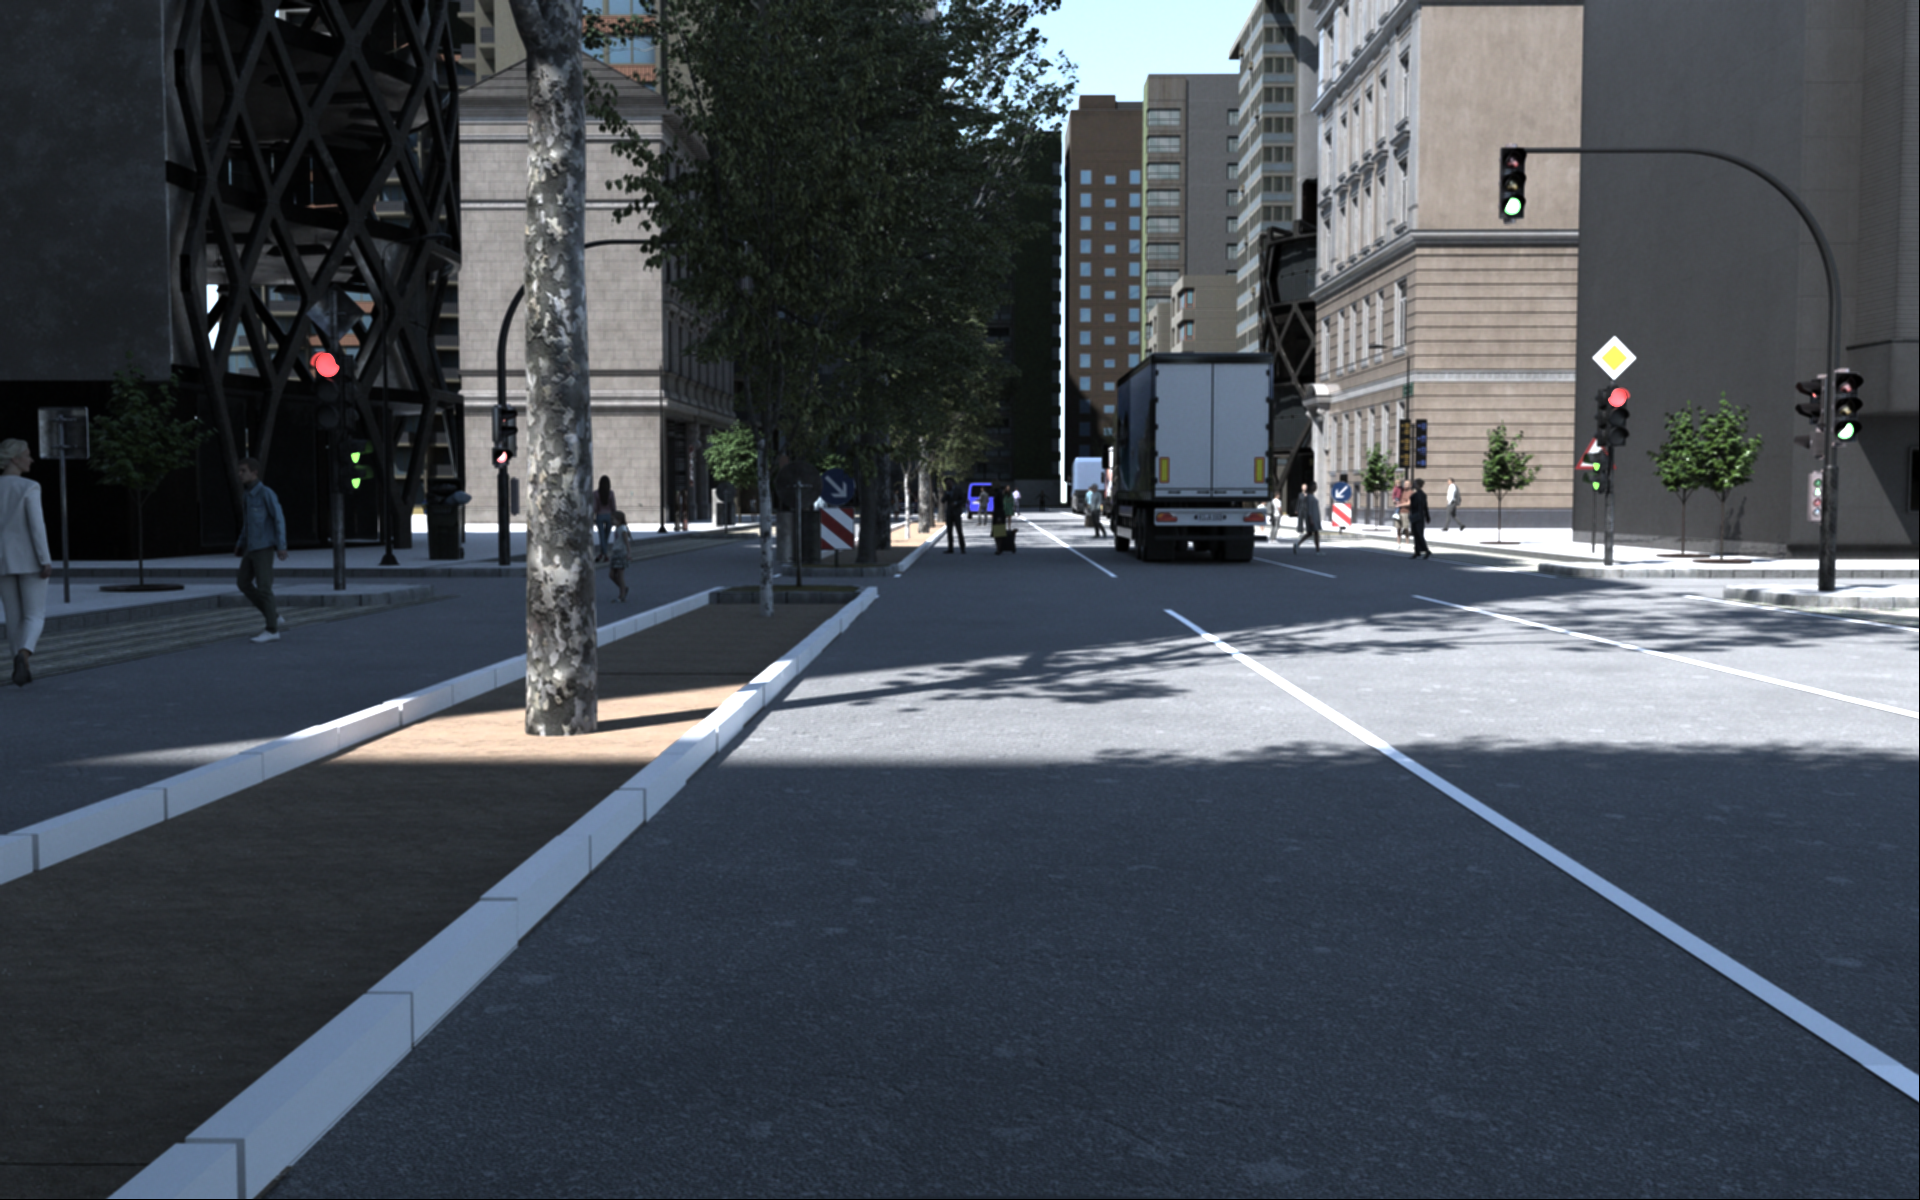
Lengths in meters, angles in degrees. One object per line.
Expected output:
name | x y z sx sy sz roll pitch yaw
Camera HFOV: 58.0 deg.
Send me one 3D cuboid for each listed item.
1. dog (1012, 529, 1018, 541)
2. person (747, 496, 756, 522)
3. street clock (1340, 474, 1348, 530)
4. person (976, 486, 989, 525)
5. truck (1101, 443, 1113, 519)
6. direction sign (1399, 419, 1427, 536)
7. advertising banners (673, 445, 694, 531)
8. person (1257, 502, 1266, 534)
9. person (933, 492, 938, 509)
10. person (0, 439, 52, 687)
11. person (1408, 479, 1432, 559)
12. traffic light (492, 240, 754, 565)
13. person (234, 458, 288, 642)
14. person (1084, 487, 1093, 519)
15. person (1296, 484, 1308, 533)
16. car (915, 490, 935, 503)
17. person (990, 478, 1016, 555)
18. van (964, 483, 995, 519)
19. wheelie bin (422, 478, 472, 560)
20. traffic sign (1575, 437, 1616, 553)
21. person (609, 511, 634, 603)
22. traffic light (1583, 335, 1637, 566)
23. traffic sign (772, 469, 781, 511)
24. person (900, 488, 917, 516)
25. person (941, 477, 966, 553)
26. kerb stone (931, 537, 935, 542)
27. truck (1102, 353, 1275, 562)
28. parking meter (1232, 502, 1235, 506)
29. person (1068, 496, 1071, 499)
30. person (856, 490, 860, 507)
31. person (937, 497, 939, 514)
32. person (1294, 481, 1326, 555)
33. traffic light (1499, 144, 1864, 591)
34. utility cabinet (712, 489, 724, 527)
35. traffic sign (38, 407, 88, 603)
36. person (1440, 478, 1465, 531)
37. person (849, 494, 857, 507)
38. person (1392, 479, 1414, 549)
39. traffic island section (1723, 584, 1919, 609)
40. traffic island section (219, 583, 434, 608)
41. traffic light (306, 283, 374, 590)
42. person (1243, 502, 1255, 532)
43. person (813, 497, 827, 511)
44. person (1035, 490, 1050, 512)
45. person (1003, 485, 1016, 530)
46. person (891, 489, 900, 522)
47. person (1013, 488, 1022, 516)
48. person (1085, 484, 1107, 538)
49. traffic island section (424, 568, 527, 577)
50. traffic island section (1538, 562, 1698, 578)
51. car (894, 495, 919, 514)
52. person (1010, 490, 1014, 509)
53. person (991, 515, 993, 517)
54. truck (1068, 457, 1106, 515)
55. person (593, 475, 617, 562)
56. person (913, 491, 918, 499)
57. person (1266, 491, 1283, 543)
dog | 1.278 -1.650 46.261 0.540 0.507 0.406 0 4 -1
person | -9.720 -4.271 80.893 0.505 1.210 0.382 1 4 16
street clock | 13.829 -3.541 62.461 0.358 2.002 0.471 0 4 7
person | 1.005 -4.310 79.169 0.583 1.804 0.606 3 5 40
truck | 9.587 -6.627 97.257 2.839 4.237 11.283 0 4 2
direction sign | 13.719 -3.701 52.516 0.876 3.537 0.379 -1 4 -11
advertising banners | -9.657 -3.944 60.679 0.090 3.025 2.074 1 4 11
person | 10.810 -2.991 62.079 0.352 1.250 0.332 -2 4 -32
person | -1.285 -4.047 75.062 0.661 1.777 0.834 0 4 7
person | -6.998 -0.272 12.830 0.514 1.842 0.818 -1 4 -14
person | 10.231 -1.805 38.438 0.534 1.772 0.576 1 4 17
traffic light | -6.098 -3.452 31.109 4.771 5.953 1.251 0 4 1
person | -6.785 -0.490 16.851 0.444 1.785 0.601 -3 5 -41
person | 7.095 -5.305 95.098 0.748 1.841 0.638 -2 4 -25
person | 11.498 -2.995 57.893 0.576 1.772 0.534 1 4 17
car | -3.650 -10.228 175.895 2.281 1.827 5.304 0 4 1
person | 1.020 -1.994 41.312 0.699 1.804 1.509 1 4 23
van | 1.359 -5.824 99.611 2.240 2.365 5.245 0 3 0
wheelie bin | -10.073 -1.593 33.958 0.980 1.594 0.693 0 4 -7
traffic sign | 13.677 -2.283 37.330 0.884 2.594 0.081 0 4 2
person | -4.431 -0.574 22.903 0.382 1.210 0.505 -2 4 -34
traffic light | 11.569 -2.564 30.838 0.839 4.253 0.868 0 4 1
traffic sign | -9.156 -5.409 88.435 0.884 2.594 0.081 0 4 3
person | -3.391 -6.534 115.359 1.348 1.821 0.705 2 4 33
person | -0.151 -2.049 41.800 0.655 1.846 0.447 1 4 21
kerb stone | -0.841 -1.610 48.582 0.120 0.150 1.000 0 4 1
truck | 5.035 -3.122 39.951 2.839 4.237 11.283 0 4 0
parking meter | 14.354 -5.048 90.950 0.372 1.533 0.369 0 3 0
person | 10.302 -9.038 156.285 1.348 1.822 0.705 -2 4 -34
person | -10.126 -10.111 172.826 0.593 1.643 0.415 1 4 17
person | -1.561 -7.177 126.564 0.721 1.735 1.217 -1 4 -22
person | 8.189 -1.908 40.444 0.760 1.731 0.466 -1 4 -13
traffic light | 9.362 -2.940 22.742 4.771 5.953 1.251 0 4 1
utility cabinet | -9.354 -3.555 66.797 0.318 1.500 1.173 -1 4 -16
traffic sign | -10.546 -1.117 20.392 0.606 2.300 0.079 0 4 6
person | 16.939 -3.265 59.532 0.850 1.850 0.679 2 4 24
person | -9.905 -9.209 157.397 1.217 1.735 0.721 -1 4 -12
person | 11.480 -2.234 45.008 0.580 1.828 0.573 -1 4 -10
traffic island section | 11.495 -0.042 22.967 2.009 0.180 2.903 0 4 1
traffic island section | -8.345 -0.060 23.254 2.009 0.180 2.903 0 4 1
traffic light | -8.305 -2.092 23.119 0.839 4.253 0.868 0 4 1
person | 9.582 -3.050 58.270 0.836 1.842 0.656 -2 4 -29
person | -4.208 -2.525 51.589 0.330 1.601 0.589 3 5 44
person | 6.636 -7.967 139.479 1.217 1.735 0.721 0 4 -7
person | 1.834 -3.557 66.904 0.600 1.795 0.529 -1 4 -13
person | -3.215 -4.759 87.321 0.522 1.701 0.512 -1 4 -15
person | 3.747 -6.387 112.791 0.709 1.838 0.599 2 4 31
person | 4.403 -2.887 56.193 0.515 1.767 0.782 -2 4 -25
traffic island section | -8.231 -0.548 31.239 2.009 0.180 2.903 0 4 1
traffic island section | 11.609 -0.530 30.951 2.009 0.180 2.903 0 4 1
car | -3.874 -6.925 125.800 1.945 1.354 3.894 0 4 1
person | 4.131 -8.098 141.576 0.621 1.740 0.551 1 4 18
person | 1.901 -5.929 105.526 0.616 1.811 0.778 0 4 -1
truck | 9.515 -8.048 121.340 2.967 4.110 18.799 0 4 0
person | -7.440 -1.701 36.321 0.555 1.821 0.388 -2 4 -29
person | -4.492 -9.699 167.806 0.721 1.743 1.217 -3 5 -41
person | 9.204 -2.423 50.715 0.503 1.515 0.523 1 4 20
